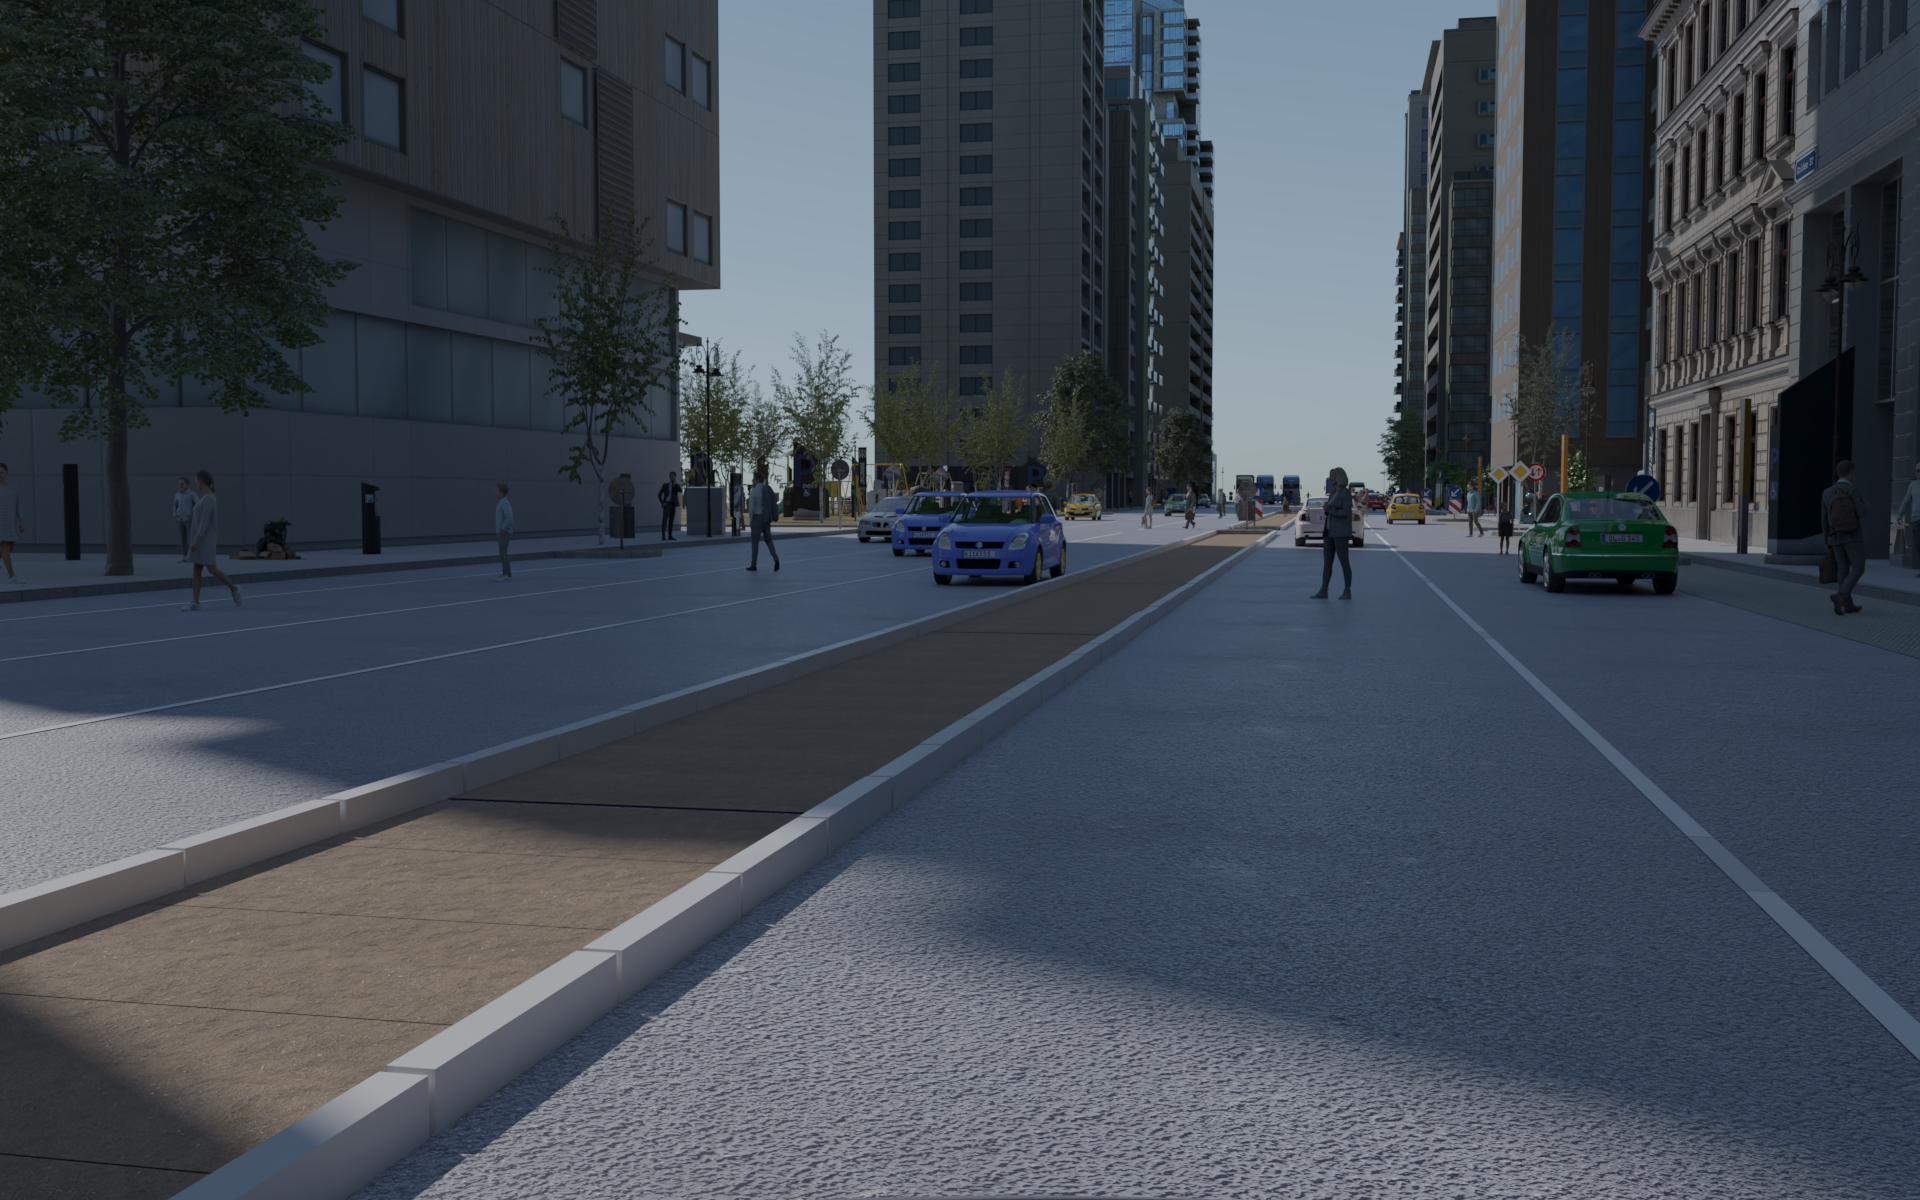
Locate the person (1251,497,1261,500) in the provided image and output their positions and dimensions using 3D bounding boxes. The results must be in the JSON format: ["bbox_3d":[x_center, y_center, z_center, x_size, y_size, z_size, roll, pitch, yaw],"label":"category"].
[{"bbox_3d":[20.163,-6.725,118.227,0.659,1.850,0.755,3,4,39],"label":"person"}]

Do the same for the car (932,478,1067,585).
[{"bbox_3d":[0.681,-1.154,28.455,1.945,1.707,3.694,1,4,13],"label":"car"}]

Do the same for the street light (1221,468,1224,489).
[{"bbox_3d":[43.553,-19.224,287.099,0.468,5.910,1.993,1,4,12],"label":"street light"}]

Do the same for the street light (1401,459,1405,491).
[{"bbox_3d":[54.963,-14.812,214.971,0.468,5.910,1.993,1,4,12],"label":"street light"}]

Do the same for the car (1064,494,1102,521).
[{"bbox_3d":[6.737,-5.169,94.744,2.015,1.641,3.980,1,4,11],"label":"car"}]

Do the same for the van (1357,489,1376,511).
[{"bbox_3d":[35.185,-8.746,150.005,2.013,2.044,4.112,1,4,12],"label":"van"}]

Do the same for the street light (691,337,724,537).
[{"bbox_3d":[-7.426,-4.792,51.135,0.468,5.910,1.993,1,4,12],"label":"street light"}]

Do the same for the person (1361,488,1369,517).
[{"bbox_3d":[25.721,-6.207,109.961,0.573,1.828,0.580,-3,5,-43],"label":"person"}]

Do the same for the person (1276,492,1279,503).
[{"bbox_3d":[53.692,-17.387,292.781,1.348,1.823,0.705,-2,4,-33],"label":"person"}]

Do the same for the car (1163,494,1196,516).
[{"bbox_3d":[14.246,-6.131,112.042,2.131,1.459,4.920,1,4,11],"label":"car"}]

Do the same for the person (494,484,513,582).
[{"bbox_3d":[-7.512,-1.112,28.486,0.330,1.601,0.589,-1,4,-14],"label":"person"}]

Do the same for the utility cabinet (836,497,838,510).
[{"bbox_3d":[-9.661,-7.745,137.792,0.306,1.237,1.020,-1,4,-11],"label":"utility cabinet"}]

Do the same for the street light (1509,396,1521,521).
[{"bbox_3d":[26.217,-6.677,81.951,0.468,5.910,1.993,1,4,12],"label":"street light"}]

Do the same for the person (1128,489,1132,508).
[{"bbox_3d":[15.706,-9.306,158.990,0.721,1.735,1.217,0,4,0],"label":"person"}]

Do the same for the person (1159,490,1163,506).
[{"bbox_3d":[22.333,-11.266,190.931,0.721,1.739,1.217,-2,4,-27],"label":"person"}]

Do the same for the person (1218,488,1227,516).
[{"bbox_3d":[17.391,-6.490,114.785,0.661,1.801,0.590,-1,4,-17],"label":"person"}]

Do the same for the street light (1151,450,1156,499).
[{"bbox_3d":[19.744,-12.497,177.120,0.468,5.910,1.993,1,4,12],"label":"street light"}]

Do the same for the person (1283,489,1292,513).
[{"bbox_3d":[24.947,-7.570,132.049,0.659,1.850,0.755,0,4,7],"label":"person"}]

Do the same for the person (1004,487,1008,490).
[{"bbox_3d":[2.394,-4.924,89.194,0.466,1.800,0.511,1,4,13],"label":"person"}]

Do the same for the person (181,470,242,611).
[{"bbox_3d":[-9.305,-0.746,21.453,0.466,1.731,0.760,2,4,31],"label":"person"}]

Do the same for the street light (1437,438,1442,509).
[{"bbox_3d":[38.809,-10.235,140.131,0.468,5.910,1.993,1,4,12],"label":"street light"}]

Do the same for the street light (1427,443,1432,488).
[{"bbox_3d":[42.446,-11.252,156.762,0.468,5.910,1.993,1,4,12],"label":"street light"}]

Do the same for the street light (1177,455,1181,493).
[{"bbox_3d":[25.972,-14.267,206.059,0.468,5.910,1.993,1,4,12],"label":"street light"}]

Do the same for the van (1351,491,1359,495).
[{"bbox_3d":[59.238,-15.478,260.073,2.013,2.044,4.112,1,4,11],"label":"van"}]

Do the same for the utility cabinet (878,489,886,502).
[{"bbox_3d":[-3.308,-3.959,73.416,0.318,1.500,1.173,0,4,-5],"label":"utility cabinet"}]

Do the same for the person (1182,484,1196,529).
[{"bbox_3d":[9.489,-3.849,71.401,0.822,1.834,0.622,-2,4,-31],"label":"person"}]

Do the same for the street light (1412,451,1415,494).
[{"bbox_3d":[48.639,-13.039,185.967,0.468,5.910,1.993,1,4,12],"label":"street light"}]

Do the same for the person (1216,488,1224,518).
[{"bbox_3d":[15.311,-5.673,101.742,0.515,1.767,0.782,2,4,24],"label":"person"}]

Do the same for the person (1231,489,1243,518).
[{"bbox_3d":[16.493,-5.741,103.033,0.731,1.740,0.598,1,4,20],"label":"person"}]

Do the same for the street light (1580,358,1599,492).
[{"bbox_3d":[21.322,-5.263,58.839,0.468,5.910,1.993,1,4,12],"label":"street light"}]

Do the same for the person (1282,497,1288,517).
[{"bbox_3d":[20.407,-5.837,108.609,0.362,1.253,0.373,2,4,28],"label":"person"}]

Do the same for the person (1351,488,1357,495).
[{"bbox_3d":[19.838,-4.799,87.519,0.519,1.759,0.362,-3,4,-37],"label":"person"}]

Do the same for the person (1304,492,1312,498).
[{"bbox_3d":[47.139,-13.790,234.689,1.217,1.735,0.721,-1,4,-15],"label":"person"}]

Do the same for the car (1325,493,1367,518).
[{"bbox_3d":[15.931,-3.879,72.454,2.155,1.783,4.494,1,4,11],"label":"car"}]

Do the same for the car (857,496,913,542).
[{"bbox_3d":[-1.757,-2.476,52.843,2.083,1.381,4.827,1,4,13],"label":"car"}]

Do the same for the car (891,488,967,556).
[{"bbox_3d":[-0.501,-1.925,41.059,1.945,1.707,3.694,1,4,10],"label":"car"}]

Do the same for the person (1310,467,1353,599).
[{"bbox_3d":[5.107,-0.912,23.596,0.526,1.800,0.537,-1,4,-12],"label":"person"}]

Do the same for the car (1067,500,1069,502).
[{"bbox_3d":[7.960,-6.236,111.743,2.009,1.686,4.222,1,4,11],"label":"car"}]

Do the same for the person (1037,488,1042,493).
[{"bbox_3d":[4.168,-4.877,88.832,0.643,1.750,0.593,3,5,41],"label":"person"}]

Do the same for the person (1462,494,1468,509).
[{"bbox_3d":[42.916,-8.650,147.437,1.348,1.831,0.705,0,4,-1],"label":"person"}]

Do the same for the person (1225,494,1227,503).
[{"bbox_3d":[39.573,-15.100,258.650,1.065,1.426,0.557,-1,4,-21],"label":"person"}]

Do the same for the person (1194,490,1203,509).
[{"bbox_3d":[22.632,-9.640,166.083,1.348,1.831,0.705,2,4,24],"label":"person"}]

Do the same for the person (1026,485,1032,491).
[{"bbox_3d":[2.732,-3.771,70.489,0.599,1.781,0.374,1,4,11],"label":"person"}]

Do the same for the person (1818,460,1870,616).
[{"bbox_3d":[10.498,-0.741,20.584,0.822,1.834,0.622,-2,4,-31],"label":"person"}]

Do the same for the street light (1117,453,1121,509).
[{"bbox_3d":[13.480,-10.693,147.614,0.468,5.910,1.993,1,4,12],"label":"street light"}]

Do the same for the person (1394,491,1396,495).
[{"bbox_3d":[59.180,-13.965,235.198,0.721,1.723,1.217,0,4,-3],"label":"person"}]

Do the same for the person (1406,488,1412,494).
[{"bbox_3d":[27.795,-6.023,107.249,0.678,1.792,0.850,3,4,38],"label":"person"}]

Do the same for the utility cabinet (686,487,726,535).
[{"bbox_3d":[-7.822,-2.728,53.285,1.173,1.500,0.318,1,4,14],"label":"utility cabinet"}]

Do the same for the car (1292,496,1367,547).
[{"bbox_3d":[10.346,-2.210,48.502,2.083,1.381,4.827,1,4,12],"label":"car"}]

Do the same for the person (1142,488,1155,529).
[{"bbox_3d":[7.795,-3.785,71.392,0.522,1.701,0.512,1,4,14],"label":"person"}]

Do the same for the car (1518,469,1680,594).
[{"bbox_3d":[9.654,-1.077,26.399,1.959,1.807,4.718,1,4,10],"label":"car"}]

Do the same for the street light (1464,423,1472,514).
[{"bbox_3d":[32.450,-8.452,110.975,0.468,5.910,1.993,1,4,12],"label":"street light"}]

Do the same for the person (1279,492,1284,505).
[{"bbox_3d":[44.075,-13.907,236.434,0.990,1.755,0.434,1,4,17],"label":"person"}]

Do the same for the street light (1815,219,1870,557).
[{"bbox_3d":[14.927,-3.465,29.445,0.468,5.910,1.993,1,4,12],"label":"street light"}]

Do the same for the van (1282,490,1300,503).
[{"bbox_3d":[44.110,-13.822,230.368,2.240,2.365,5.245,1,4,13],"label":"van"}]
